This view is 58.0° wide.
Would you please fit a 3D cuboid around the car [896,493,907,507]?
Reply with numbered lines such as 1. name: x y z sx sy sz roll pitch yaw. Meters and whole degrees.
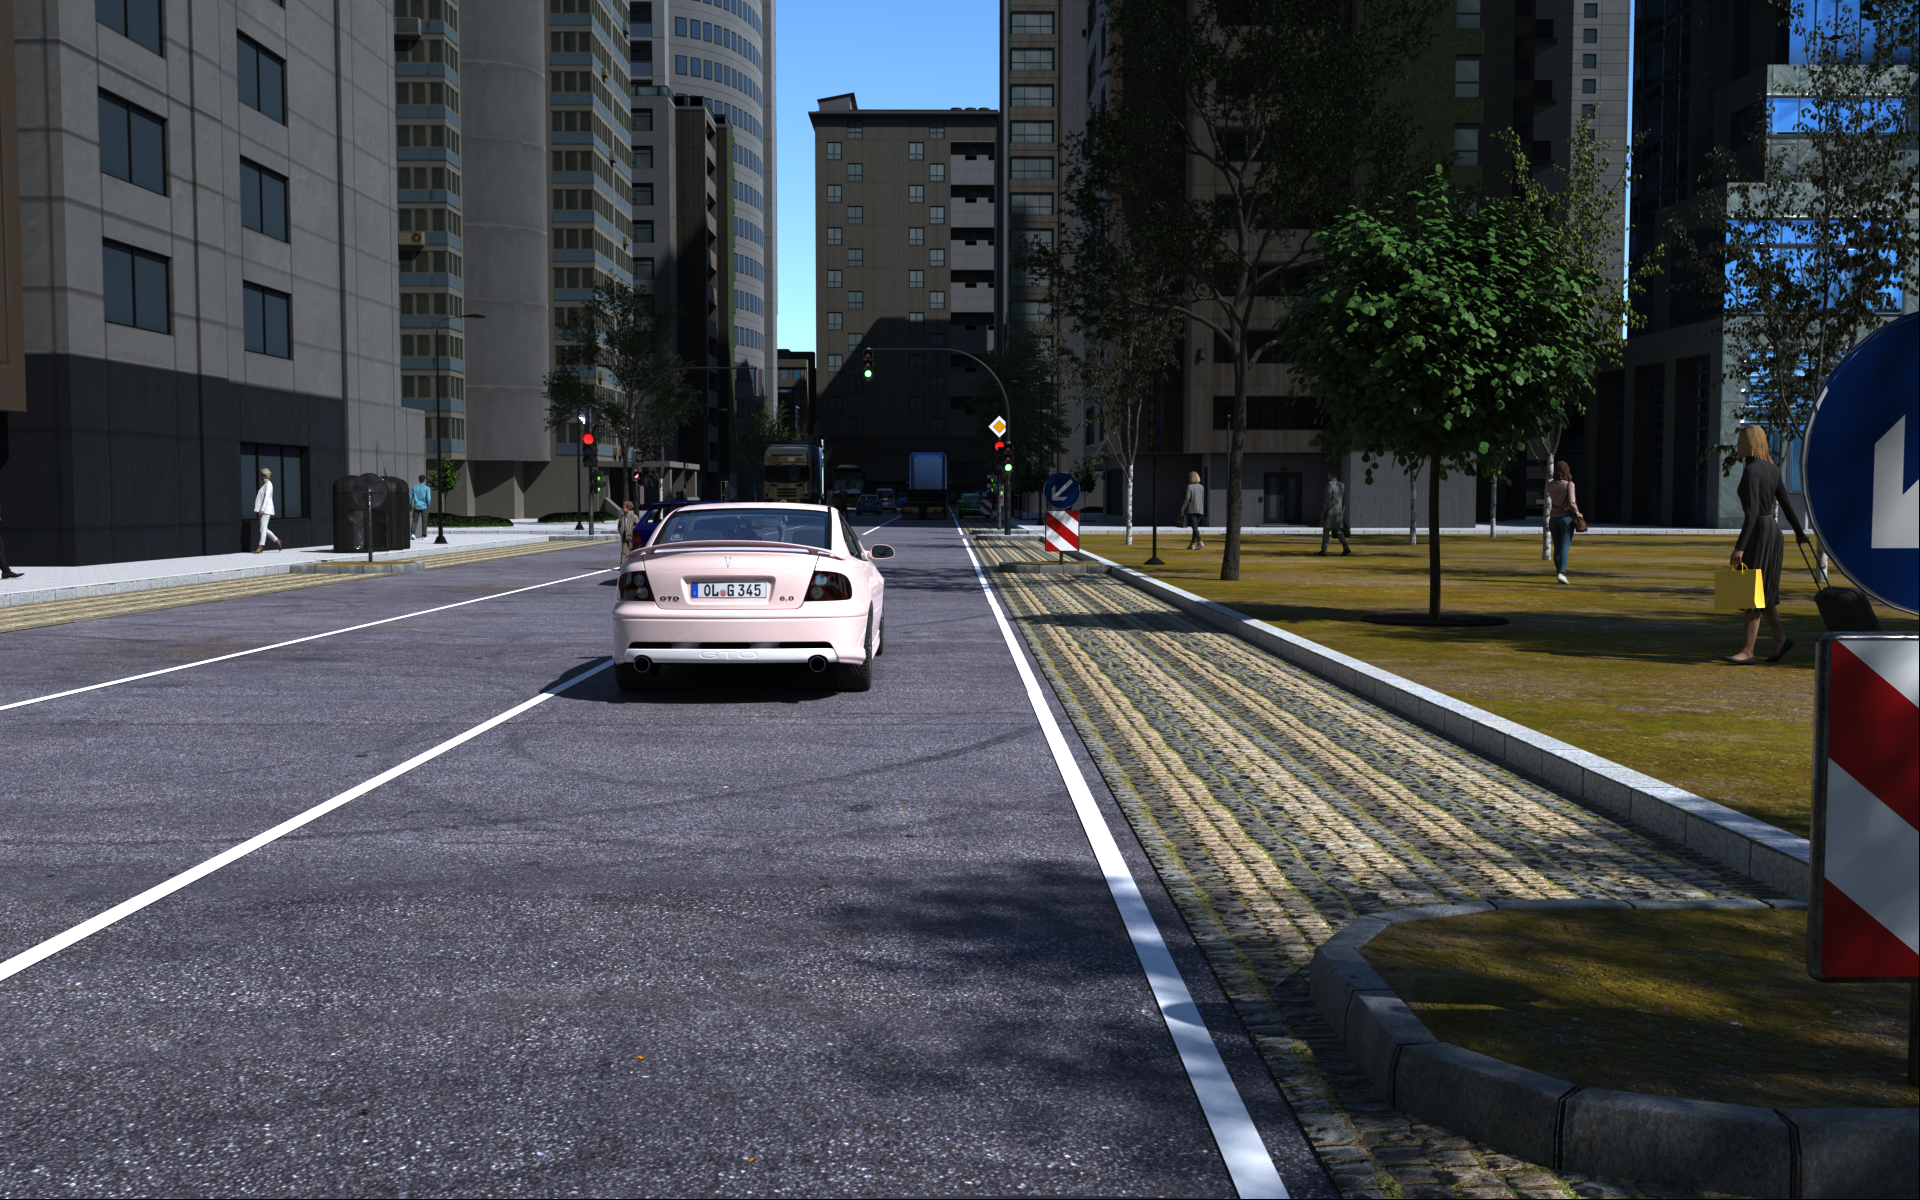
1. car: -6.242 -11.051 190.273 1.945 1.707 3.694 0 4 -2

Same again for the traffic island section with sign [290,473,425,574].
1. traffic island section with sign: -10.994 -1.421 31.866 1.989 1.847 2.006 0 4 -1

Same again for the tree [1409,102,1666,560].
1. tree: 11.470 -5.090 33.587 4.737 8.622 4.395 0 3 0

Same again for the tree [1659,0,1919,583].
1. tree: 12.443 -4.563 24.960 4.360 8.622 3.978 0 3 0

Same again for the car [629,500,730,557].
1. car: -4.288 -0.975 28.516 1.945 1.354 3.894 0 4 1

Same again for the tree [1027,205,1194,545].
1. tree: 4.131 -5.710 43.724 4.360 8.622 3.978 0 3 0

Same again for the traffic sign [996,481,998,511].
1. traffic sign: 2.799 -8.005 133.014 0.606 2.300 0.079 0 4 1

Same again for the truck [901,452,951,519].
1. truck: -2.061 -7.079 105.502 2.967 4.110 18.799 0 3 0

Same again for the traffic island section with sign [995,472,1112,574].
1. traffic island section with sign: 1.718 -1.424 31.917 1.989 1.847 2.006 0 4 -1

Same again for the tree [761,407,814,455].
1. tree: -14.617 -11.825 143.707 4.360 8.622 3.978 0 3 0

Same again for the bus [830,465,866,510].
1. bus: -9.476 -9.598 148.472 2.896 3.916 12.252 0 4 -2

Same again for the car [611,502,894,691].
1. car: -1.583 -0.098 13.964 2.083 1.381 4.827 0 4 -1

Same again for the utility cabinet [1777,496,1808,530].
1. utility cabinet: 29.735 -3.102 61.878 0.306 1.237 1.020 -3 5 -44

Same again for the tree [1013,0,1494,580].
1. tree: 4.370 -5.573 25.531 7.601 10.594 8.767 0 4 -4

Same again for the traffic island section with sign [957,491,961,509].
1. traffic island section with sign: 0.942 -6.456 114.189 1.989 1.847 2.006 0 4 -1

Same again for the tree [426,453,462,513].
1. tree: -24.434 -5.330 81.752 1.663 3.219 1.824 0 3 0

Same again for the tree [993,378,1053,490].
1. tree: 3.857 -9.776 110.208 4.737 8.622 4.395 0 3 0

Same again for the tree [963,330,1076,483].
1. tree: 4.096 -12.321 119.582 7.486 12.596 7.792 0 3 0

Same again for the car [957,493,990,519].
1. car: 0.812 -5.562 99.727 1.959 1.807 4.718 0 4 0

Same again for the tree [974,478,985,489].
1. tree: 2.353 -13.065 208.206 1.663 3.219 1.824 0 3 0

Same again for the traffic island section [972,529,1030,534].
1. traffic island section: 1.429 -2.442 62.212 2.009 0.180 2.903 0 4 -1

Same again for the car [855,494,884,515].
1. car: -6.192 -6.497 118.227 2.014 1.417 4.499 0 4 -2

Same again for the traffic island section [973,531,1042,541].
1. traffic island section: 1.506 -1.954 54.227 2.009 0.180 2.903 0 4 -1

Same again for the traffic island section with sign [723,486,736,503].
1. traffic island section with sign: -11.520 -4.775 86.698 1.989 1.847 2.006 0 4 -1

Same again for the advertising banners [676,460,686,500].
1. advertising banners: -14.001 -5.558 87.054 0.090 3.025 2.074 0 4 5

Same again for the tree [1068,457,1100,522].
1. tree: 5.852 -5.274 80.839 1.663 3.219 1.824 0 3 0

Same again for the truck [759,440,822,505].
1. truck: -8.851 -6.315 92.161 2.839 4.237 11.283 0 4 -1

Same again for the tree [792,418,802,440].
1. tree: -14.321 -11.201 133.500 4.737 8.622 4.395 0 3 0

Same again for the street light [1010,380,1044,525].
1. street light: 2.752 -6.016 70.895 1.470 5.913 1.316 0 4 -1

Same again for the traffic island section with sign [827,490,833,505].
1. traffic island section with sign: -12.261 -9.515 164.201 1.989 1.847 2.006 0 4 -1

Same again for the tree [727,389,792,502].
1. tree: -14.293 -10.447 121.169 4.737 8.622 4.395 0 3 0

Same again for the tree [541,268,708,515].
1. tree: -14.291 -8.448 72.537 8.767 10.594 7.601 3 4 36

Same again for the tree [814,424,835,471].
1. tree: -14.699 -13.489 170.914 4.360 8.622 3.978 0 3 0

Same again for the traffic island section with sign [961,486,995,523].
1. traffic island section with sign: 1.184 -4.808 87.234 1.989 1.847 2.006 0 4 -1

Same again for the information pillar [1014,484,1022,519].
1. information pillar: 3.043 -5.238 90.129 0.304 2.012 0.304 -3 5 -42

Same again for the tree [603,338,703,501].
1. tree: -14.236 -7.984 80.907 4.360 8.622 3.978 0 3 0

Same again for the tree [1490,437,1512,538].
1. tree: 15.959 -6.144 50.811 4.360 8.622 3.978 0 3 0

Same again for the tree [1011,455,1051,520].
1. tree: 3.318 -5.539 85.172 1.663 3.219 1.824 0 3 0

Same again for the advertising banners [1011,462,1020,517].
1. advertising banners: 2.943 -6.070 95.424 0.090 3.025 2.074 2 4 25

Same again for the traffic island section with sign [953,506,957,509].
1. traffic island section with sign: 0.447 -9.518 164.250 1.989 1.847 2.006 0 4 -1

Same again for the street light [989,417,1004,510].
1. street light: 2.443 -8.028 103.806 1.470 5.913 1.316 0 4 -1

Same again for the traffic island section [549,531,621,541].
1. traffic island section: -11.535 -1.947 54.107 2.009 0.180 2.903 0 4 -1

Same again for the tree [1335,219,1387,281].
1. tree: 11.233 -5.679 43.218 4.737 8.622 4.395 0 3 0

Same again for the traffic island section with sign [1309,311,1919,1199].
1. traffic island section with sign: 1.986 0.257 4.427 1.989 1.847 2.006 0 4 -1

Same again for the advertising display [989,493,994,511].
1. advertising display: 2.471 -7.966 135.458 0.123 1.923 0.974 -1 4 -19

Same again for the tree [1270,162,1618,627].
1. tree: 4.781 -2.058 17.370 4.285 4.588 4.351 0 3 0

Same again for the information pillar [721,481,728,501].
1. information pillar: -13.499 -5.802 99.347 0.304 2.012 0.304 1 4 19

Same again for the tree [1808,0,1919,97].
1. tree: 24.671 -11.139 38.005 12.611 20.169 13.585 0 3 0
